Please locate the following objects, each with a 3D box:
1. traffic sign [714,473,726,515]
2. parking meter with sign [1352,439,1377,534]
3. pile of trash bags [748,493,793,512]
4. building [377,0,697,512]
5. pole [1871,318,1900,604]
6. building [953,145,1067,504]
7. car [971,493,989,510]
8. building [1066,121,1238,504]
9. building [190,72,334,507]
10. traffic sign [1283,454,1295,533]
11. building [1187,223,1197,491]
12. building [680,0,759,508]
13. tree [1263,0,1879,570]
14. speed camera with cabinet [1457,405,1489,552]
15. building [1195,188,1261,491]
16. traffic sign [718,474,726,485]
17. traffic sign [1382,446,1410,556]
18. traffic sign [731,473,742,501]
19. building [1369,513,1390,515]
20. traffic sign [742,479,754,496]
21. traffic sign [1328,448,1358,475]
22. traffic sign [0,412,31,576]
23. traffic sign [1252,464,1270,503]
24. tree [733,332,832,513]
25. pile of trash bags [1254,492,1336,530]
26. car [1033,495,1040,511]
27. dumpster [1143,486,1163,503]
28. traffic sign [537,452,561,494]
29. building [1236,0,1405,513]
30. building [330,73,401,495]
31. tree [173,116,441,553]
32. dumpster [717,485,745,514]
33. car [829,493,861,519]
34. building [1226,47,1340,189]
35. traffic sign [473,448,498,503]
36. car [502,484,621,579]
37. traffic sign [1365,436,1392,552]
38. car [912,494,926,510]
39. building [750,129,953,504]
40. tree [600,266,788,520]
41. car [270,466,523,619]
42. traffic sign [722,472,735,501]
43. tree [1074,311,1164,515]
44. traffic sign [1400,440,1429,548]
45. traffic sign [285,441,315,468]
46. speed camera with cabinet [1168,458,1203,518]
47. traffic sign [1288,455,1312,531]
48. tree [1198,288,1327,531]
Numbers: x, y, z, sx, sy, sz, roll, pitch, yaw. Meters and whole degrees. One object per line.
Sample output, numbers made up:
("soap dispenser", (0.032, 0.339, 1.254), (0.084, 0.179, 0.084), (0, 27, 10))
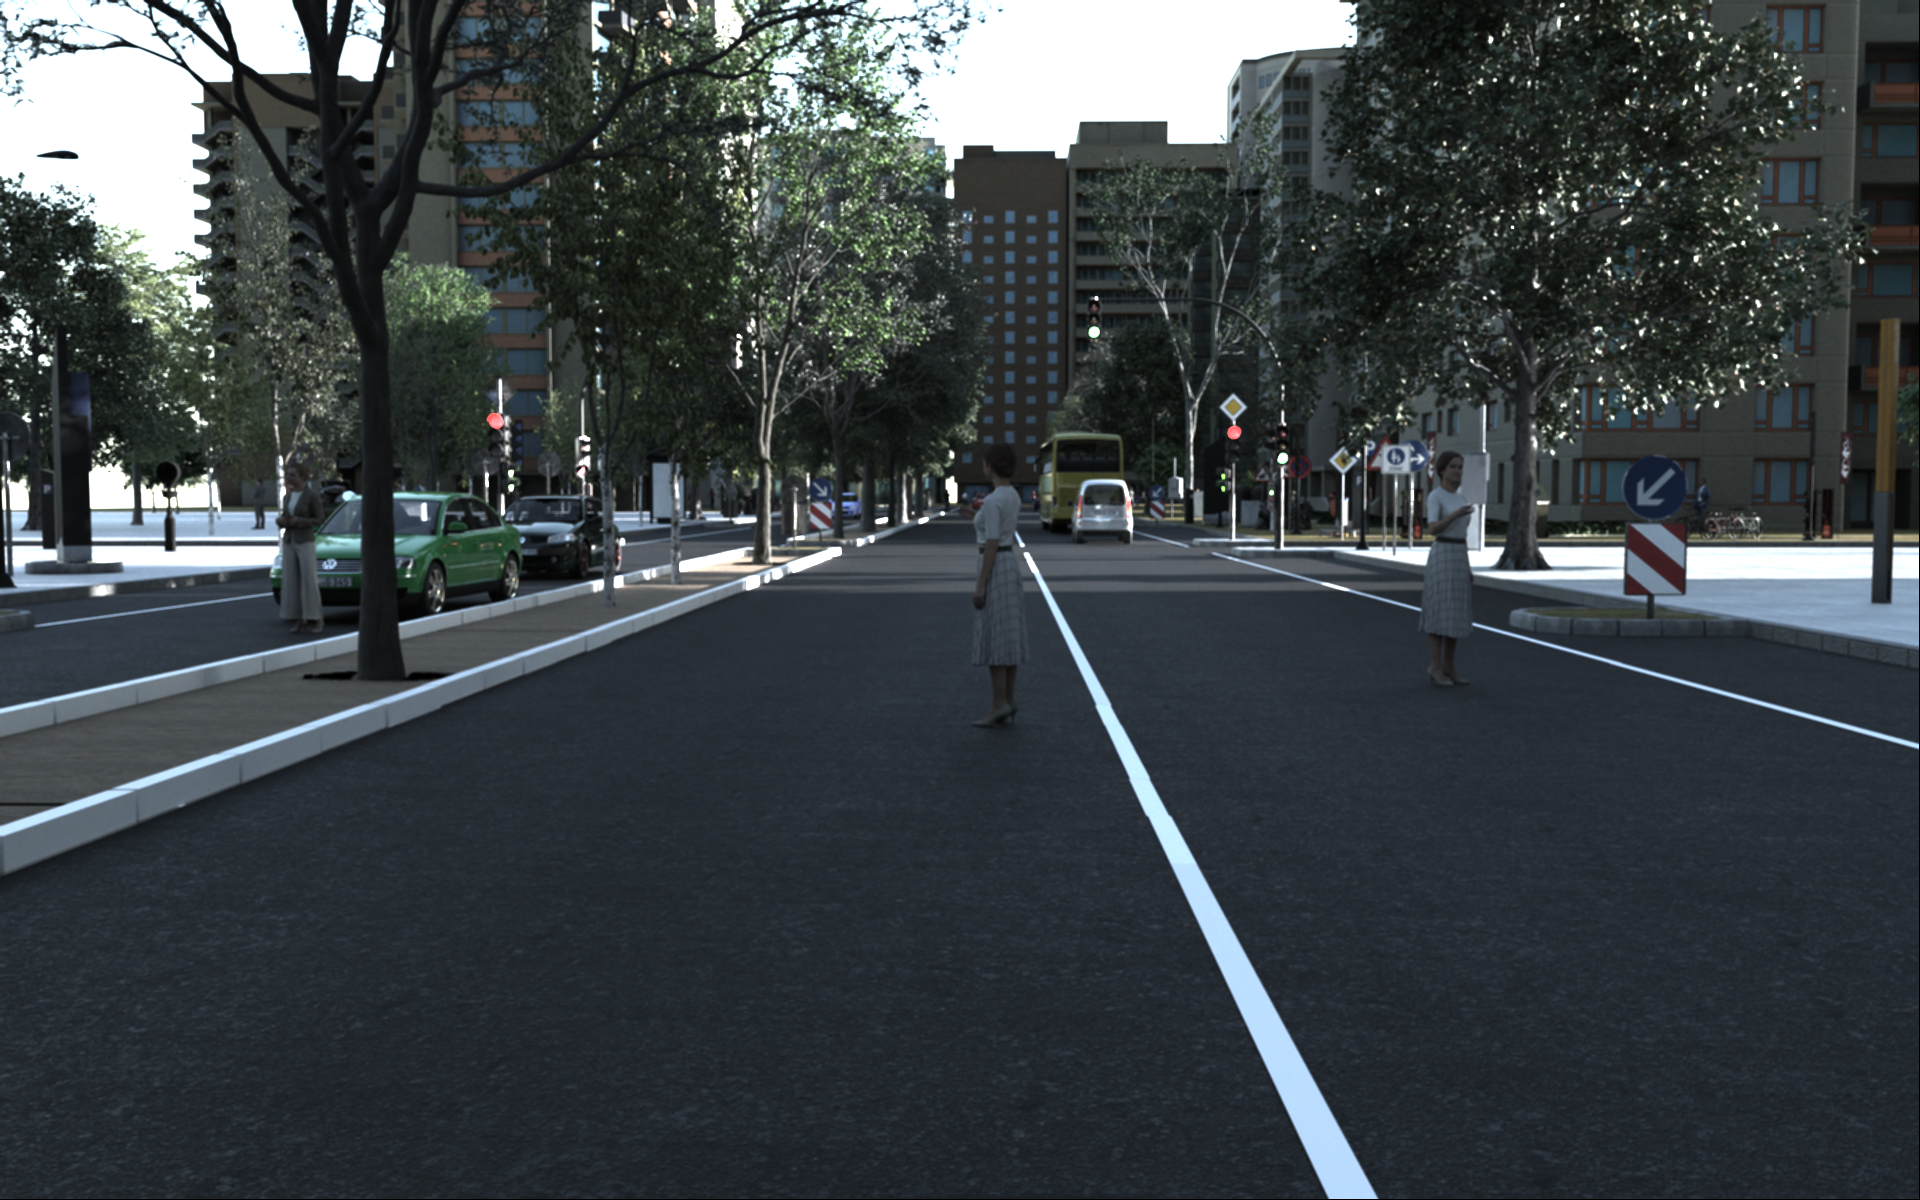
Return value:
("traffic sign", (-14.980, -6.633, 108.451), (0.884, 2.594, 0.081), (0, 4, 3))
("parking meter with sign", (12.769, -3.655, 56.022), (0.543, 3.016, 1.738), (-1, 4, -18))
("pile of trash bags", (-13.188, -6.844, 121.645), (3.447, 1.369, 1.912), (-2, 4, -26))
("building", (-33.293, -29.602, 138.615), (22.147, 44.769, 28.867), (0, 4, 1))
("pole", (10.838, -1.616, 20.272), (0.158, 3.312, 0.155), (0, 3, 0))
("building", (6.413, -35.158, 224.936), (14.200, 45.320, 14.600), (0, 4, 1))
("car", (1.960, -8.311, 144.917), (2.155, 1.783, 4.494), (0, 4, 2))
("building", (24.383, -36.960, 227.998), (21.600, 48.544, 21.300), (0, 4, 1))
("building", (-70.051, -32.516, 181.747), (14.200, 45.320, 14.600), (0, 4, 1))
("traffic sign", (10.806, -3.470, 56.735), (0.884, 2.594, 0.081), (0, 4, 5))
("building", (30.477, -25.008, 180.582), (14.160, 30.474, 14.107), (0, 4, 1))
("building", (-35.148, -35.781, 174.253), (27.495, 52.752, 28.713), (0, 4, 1))
("tree", (9.711, -6.863, 29.226), (9.611, 12.733, 9.660), (0, 3, 0))
("speed camera with cabinet", (11.565, -2.740, 39.142), (0.660, 3.252, 2.038), (1, 4, 14))
("building", (30.824, -24.112, 165.926), (14.160, 30.474, 14.107), (0, 4, 1))
("traffic sign", (-13.862, -6.251, 101.944), (0.795, 2.593, 0.064), (1, 4, 9))
("traffic sign", (9.021, -2.066, 35.915), (0.606, 2.300, 0.079), (0, 4, 4))
("traffic sign", (-13.001, -6.110, 99.909), (0.884, 2.594, 0.081), (1, 4, 9))
("building", (38.144, -25.472, 108.346), (32.217, 40.220, 23.993), (0, 4, 1))
("traffic sign", (-13.031, -6.489, 106.099), (0.884, 2.594, 0.081), (0, 4, 4))
("traffic sign", (10.497, -2.915, 47.400), (0.795, 2.593, 0.064), (1, 4, 10))
("traffic sign", (-14.835, -1.644, 26.978), (0.768, 2.556, 0.104), (0, 4, 5))
("traffic sign", (13.087, -4.582, 74.925), (0.884, 2.594, 0.081), (0, 4, 3))
("tree", (-11.281, -12.026, 114.749), (7.486, 12.596, 7.792), (0, 3, 0))
("pile of trash bags", (12.218, -3.198, 62.032), (3.447, 1.369, 1.912), (3, 4, 37))
("car", (7.068, -8.122, 145.366), (1.945, 1.354, 3.894), (0, 4, 2))
("dumpster", (13.257, -7.054, 117.818), (1.502, 2.255, 1.985), (0, 4, 1))
("traffic sign", (-12.350, -3.176, 52.035), (0.768, 2.556, 0.104), (1, 4, 10))
("building", (38.521, -27.787, 146.201), (32.217, 40.220, 23.993), (0, 4, 1))
("building", (-55.852, -32.504, 181.543), (14.200, 45.320, 14.600), (0, 4, 1))
("tree", (-13.322, -5.141, 34.416), (4.360, 8.622, 3.978), (0, 3, 0))
("dumpster", (-14.498, -6.549, 109.565), (1.502, 2.255, 1.985), (0, 4, 1))
("car", (-6.744, -5.670, 102.288), (1.945, 1.707, 3.694), (0, 4, 2))
("building", (49.883, -41.871, 226.586), (28.212, 58.520, 21.231), (0, 4, 1))
("traffic sign", (-13.113, -2.925, 47.924), (0.768, 2.556, 0.104), (0, 4, 5))
("car", (-7.170, -1.267, 30.508), (2.009, 1.686, 4.222), (0, 4, 1))
("traffic sign", (9.464, -2.360, 38.591), (0.884, 2.594, 0.081), (0, 4, 7))
("car", (-4.026, -9.011, 156.128), (1.959, 1.807, 4.718), (0, 4, 2))
("building", (-15.806, -37.346, 230.219), (30.456, 49.044, 23.786), (0, 4, 1))
("tree", (-13.129, -10.272, 84.955), (9.611, 12.733, 9.660), (0, 3, 0))
("car", (-6.775, -0.758, 21.196), (1.959, 1.807, 4.718), (0, 4, 3))
("traffic sign", (-12.727, -5.825, 95.346), (0.768, 2.556, 0.104), (0, 4, 2))
("tree", (11.886, -11.725, 108.713), (9.611, 12.733, 9.660), (0, 3, 0))
("traffic sign", (10.621, -2.488, 40.791), (0.768, 2.556, 0.104), (1, 4, 10))
("traffic sign", (-15.451, -2.473, 40.546), (0.768, 2.556, 0.104), (1, 4, 10))
("speed camera with cabinet", (12.413, -6.125, 94.487), (2.038, 3.252, 0.660), (2, 4, 24))
("traffic sign", (11.033, -3.439, 56.327), (0.768, 2.556, 0.104), (1, 4, 11))
("tree", (10.711, -6.714, 60.131), (4.360, 8.622, 3.978), (0, 3, 0))
